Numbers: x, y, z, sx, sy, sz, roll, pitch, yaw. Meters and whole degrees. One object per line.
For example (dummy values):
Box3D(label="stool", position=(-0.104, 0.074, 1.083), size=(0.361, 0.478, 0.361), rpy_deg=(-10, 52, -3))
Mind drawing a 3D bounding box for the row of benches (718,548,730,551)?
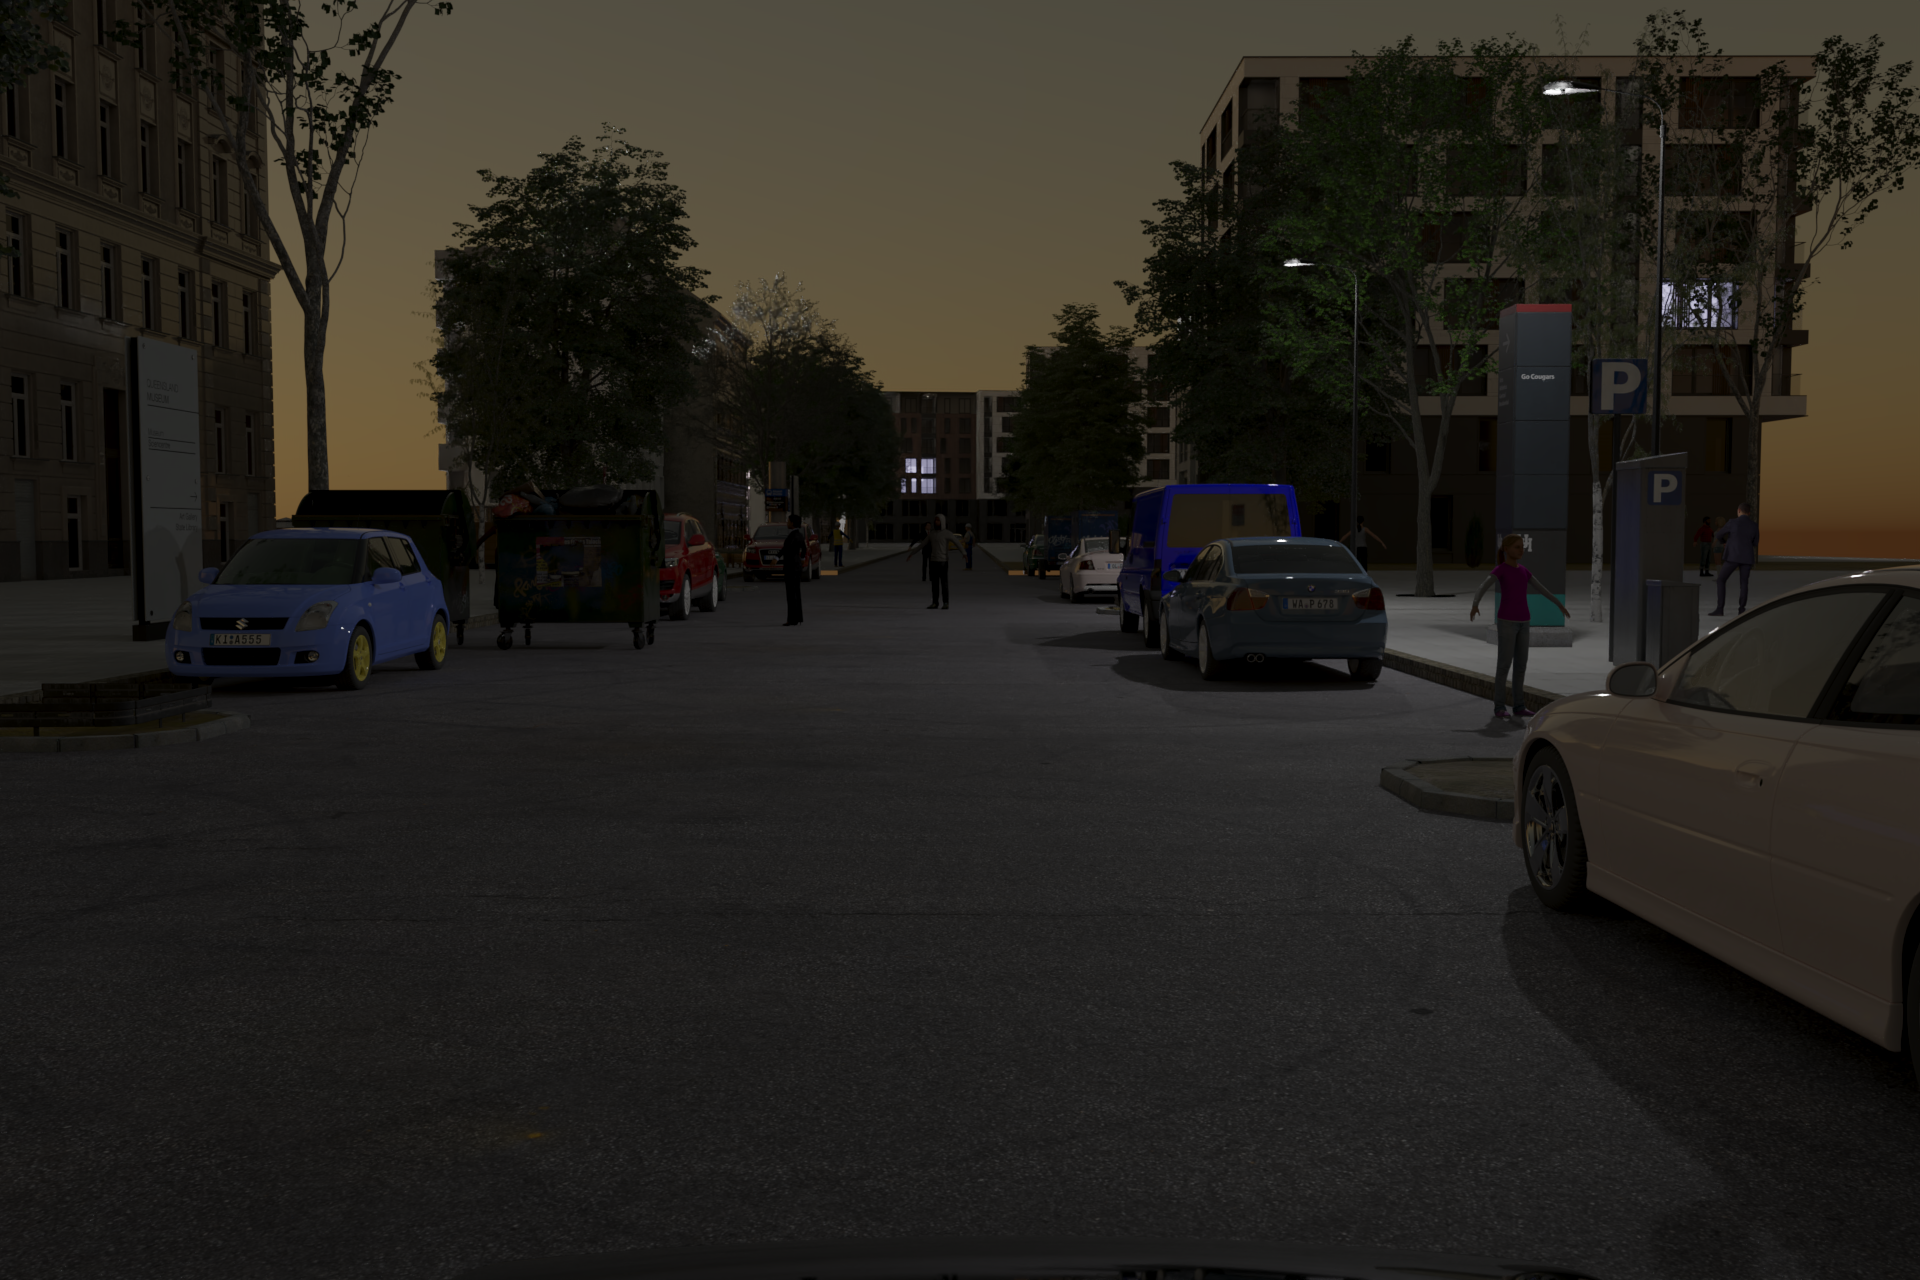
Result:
Box3D(label="row of benches", position=(-11.183, -3.849, 78.401), size=(1.422, 0.672, 4.104), rpy_deg=(-2, 4, -24))

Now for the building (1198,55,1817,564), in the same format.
Box3D(label="building", position=(26.130, -15.088, 90.664), size=(27.936, 21.610, 32.646), rpy_deg=(0, 4, 0))

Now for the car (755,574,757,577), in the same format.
Box3D(label="car", position=(-5.881, -2.846, 58.893), size=(2.083, 1.381, 4.827), rpy_deg=(0, 4, 0))

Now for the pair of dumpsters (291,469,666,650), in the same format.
Box3D(label="pair of dumpsters", position=(-6.012, -1.031, 21.815), size=(4.436, 2.255, 1.574), rpy_deg=(0, 4, 0))

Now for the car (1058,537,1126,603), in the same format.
Box3D(label="car", position=(3.185, -1.518, 37.187), size=(2.083, 1.381, 4.827), rpy_deg=(0, 4, -1))

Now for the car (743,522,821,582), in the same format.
Box3D(label="car", position=(-5.459, -2.743, 53.514), size=(2.281, 1.827, 5.304), rpy_deg=(0, 4, 0))

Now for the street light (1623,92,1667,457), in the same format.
Box3D(label="street light", position=(7.756, -2.775, 17.905), size=(1.470, 5.913, 1.316), rpy_deg=(0, 3, 0))

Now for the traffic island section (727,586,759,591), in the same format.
Box3D(label="traffic island section", position=(-6.188, -1.309, 44.272), size=(1.991, 0.108, 1.994), rpy_deg=(0, 4, 0))

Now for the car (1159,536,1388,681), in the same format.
Box3D(label="car", position=(3.205, -0.380, 18.223), size=(2.014, 1.417, 4.499), rpy_deg=(0, 4, -1))

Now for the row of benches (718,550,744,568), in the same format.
Box3D(label="row of benches", position=(-8.145, -3.062, 65.529), size=(1.422, 0.672, 4.104), rpy_deg=(-3, 4, -36))

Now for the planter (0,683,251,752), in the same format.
Box3D(label="planter", position=(-6.259, 0.536, 12.376), size=(1.991, 0.319, 1.994), rpy_deg=(0, 4, 0))

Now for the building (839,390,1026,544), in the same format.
Box3D(label="building", position=(-1.074, -25.140, 257.473), size=(32.646, 21.610, 27.936), rpy_deg=(0, 4, -7))

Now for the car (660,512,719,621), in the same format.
Box3D(label="car", position=(-5.512, -1.328, 30.389), size=(2.281, 1.827, 5.304), rpy_deg=(0, 4, 0))

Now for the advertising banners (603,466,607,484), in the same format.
Box3D(label="advertising banners", position=(-9.103, -2.912, 43.807), size=(0.090, 3.025, 2.074), rpy_deg=(0, 4, -1))

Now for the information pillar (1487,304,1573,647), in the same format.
Box3D(label="information pillar", position=(6.561, -1.865, 19.867), size=(0.750, 3.857, 0.750), rpy_deg=(0, 4, 1))

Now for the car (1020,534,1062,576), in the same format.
Box3D(label="car", position=(3.185, -2.968, 60.329), size=(2.131, 1.459, 4.920), rpy_deg=(0, 4, -1))

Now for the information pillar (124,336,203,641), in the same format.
Box3D(label="information pillar", position=(-9.808, -1.840, 21.394), size=(0.184, 3.620, 1.656), rpy_deg=(0, 4, -1))

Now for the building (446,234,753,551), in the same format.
Box3D(label="building", position=(-26.074, -18.161, 127.866), size=(19.493, 23.208, 18.063), rpy_deg=(0, 3, 0))

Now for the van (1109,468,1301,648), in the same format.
Box3D(label="van", position=(3.272, -1.169, 23.505), size=(2.240, 2.365, 5.245), rpy_deg=(0, 4, -1))

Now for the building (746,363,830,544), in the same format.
Box3D(label="building", position=(-26.846, -24.199, 226.579), size=(19.493, 23.208, 18.063), rpy_deg=(0, 4, 1))

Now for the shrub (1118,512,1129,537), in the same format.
Box3D(label="shrub", position=(5.955, -3.592, 62.770), size=(1.661, 2.075, 1.752), rpy_deg=(0, 3, 0))

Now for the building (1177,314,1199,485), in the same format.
Box3D(label="building", position=(25.854, -15.765, 124.213), size=(16.747, 18.905, 31.486), rpy_deg=(0, 4, 0))

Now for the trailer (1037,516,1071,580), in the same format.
Box3D(label="trailer", position=(3.207, -2.964, 55.510), size=(1.471, 1.999, 3.904), rpy_deg=(0, 4, 0))

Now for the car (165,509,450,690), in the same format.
Box3D(label="car", position=(-6.320, -0.453, 17.001), size=(1.945, 1.707, 3.694), rpy_deg=(0, 3, 0))

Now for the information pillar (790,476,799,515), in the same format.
Box3D(label="information pillar", position=(-6.708, -4.827, 70.241), size=(0.184, 3.620, 1.656), rpy_deg=(0, 4, 0))

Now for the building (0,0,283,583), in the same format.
Box3D(label="building", position=(-30.982, -15.554, 51.575), size=(12.463, 27.353, 25.104), rpy_deg=(0, 3, 0))

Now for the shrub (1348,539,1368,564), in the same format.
Box3D(label="shrub", position=(14.821, -3.294, 64.980), size=(1.383, 1.207, 1.383), rpy_deg=(0, 3, 0))

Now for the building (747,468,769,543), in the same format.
Box3D(label="building", position=(-26.068, -15.965, 203.175), size=(9.099, 9.664, 28.070), rpy_deg=(0, 4, -1))

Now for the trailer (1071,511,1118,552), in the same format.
Box3D(label="trailer", position=(3.348, -2.256, 43.927), size=(1.471, 1.999, 3.904), rpy_deg=(0, 3, 0))

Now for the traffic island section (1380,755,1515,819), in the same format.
Box3D(label="traffic island section", position=(3.403, 0.815, 9.548), size=(1.991, 0.108, 1.994), rpy_deg=(0, 4, 0))

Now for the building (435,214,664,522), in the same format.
Box3D(label="building", position=(-25.018, -15.113, 103.524), size=(16.016, 20.090, 11.380), rpy_deg=(0, 4, 1))

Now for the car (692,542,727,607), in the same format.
Box3D(label="car", position=(-5.925, -1.459, 35.653), size=(2.131, 1.459, 4.920), rpy_deg=(0, 3, 0))

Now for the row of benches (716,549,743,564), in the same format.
Box3D(label="row of benches", position=(-9.030, -3.535, 73.266), size=(4.104, 0.672, 1.422), rpy_deg=(1, 4, 22))

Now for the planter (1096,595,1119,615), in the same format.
Box3D(label="planter", position=(3.488, -0.627, 31.398), size=(1.991, 0.319, 1.994), rpy_deg=(0, 4, 1))

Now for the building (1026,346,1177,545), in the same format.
Box3D(label="building", position=(21.638, -22.076, 204.912), size=(27.936, 21.610, 32.646), rpy_deg=(0, 4, 0))

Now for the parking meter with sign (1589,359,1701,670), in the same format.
Box3D(label="parking meter with sign", position=(6.547, -1.237, 16.481), size=(0.543, 3.016, 1.738), rpy_deg=(0, 3, 0))

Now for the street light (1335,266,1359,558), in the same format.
Box3D(label="street light", position=(7.230, -3.472, 29.316), size=(1.470, 5.913, 1.316), rpy_deg=(0, 4, 0))
